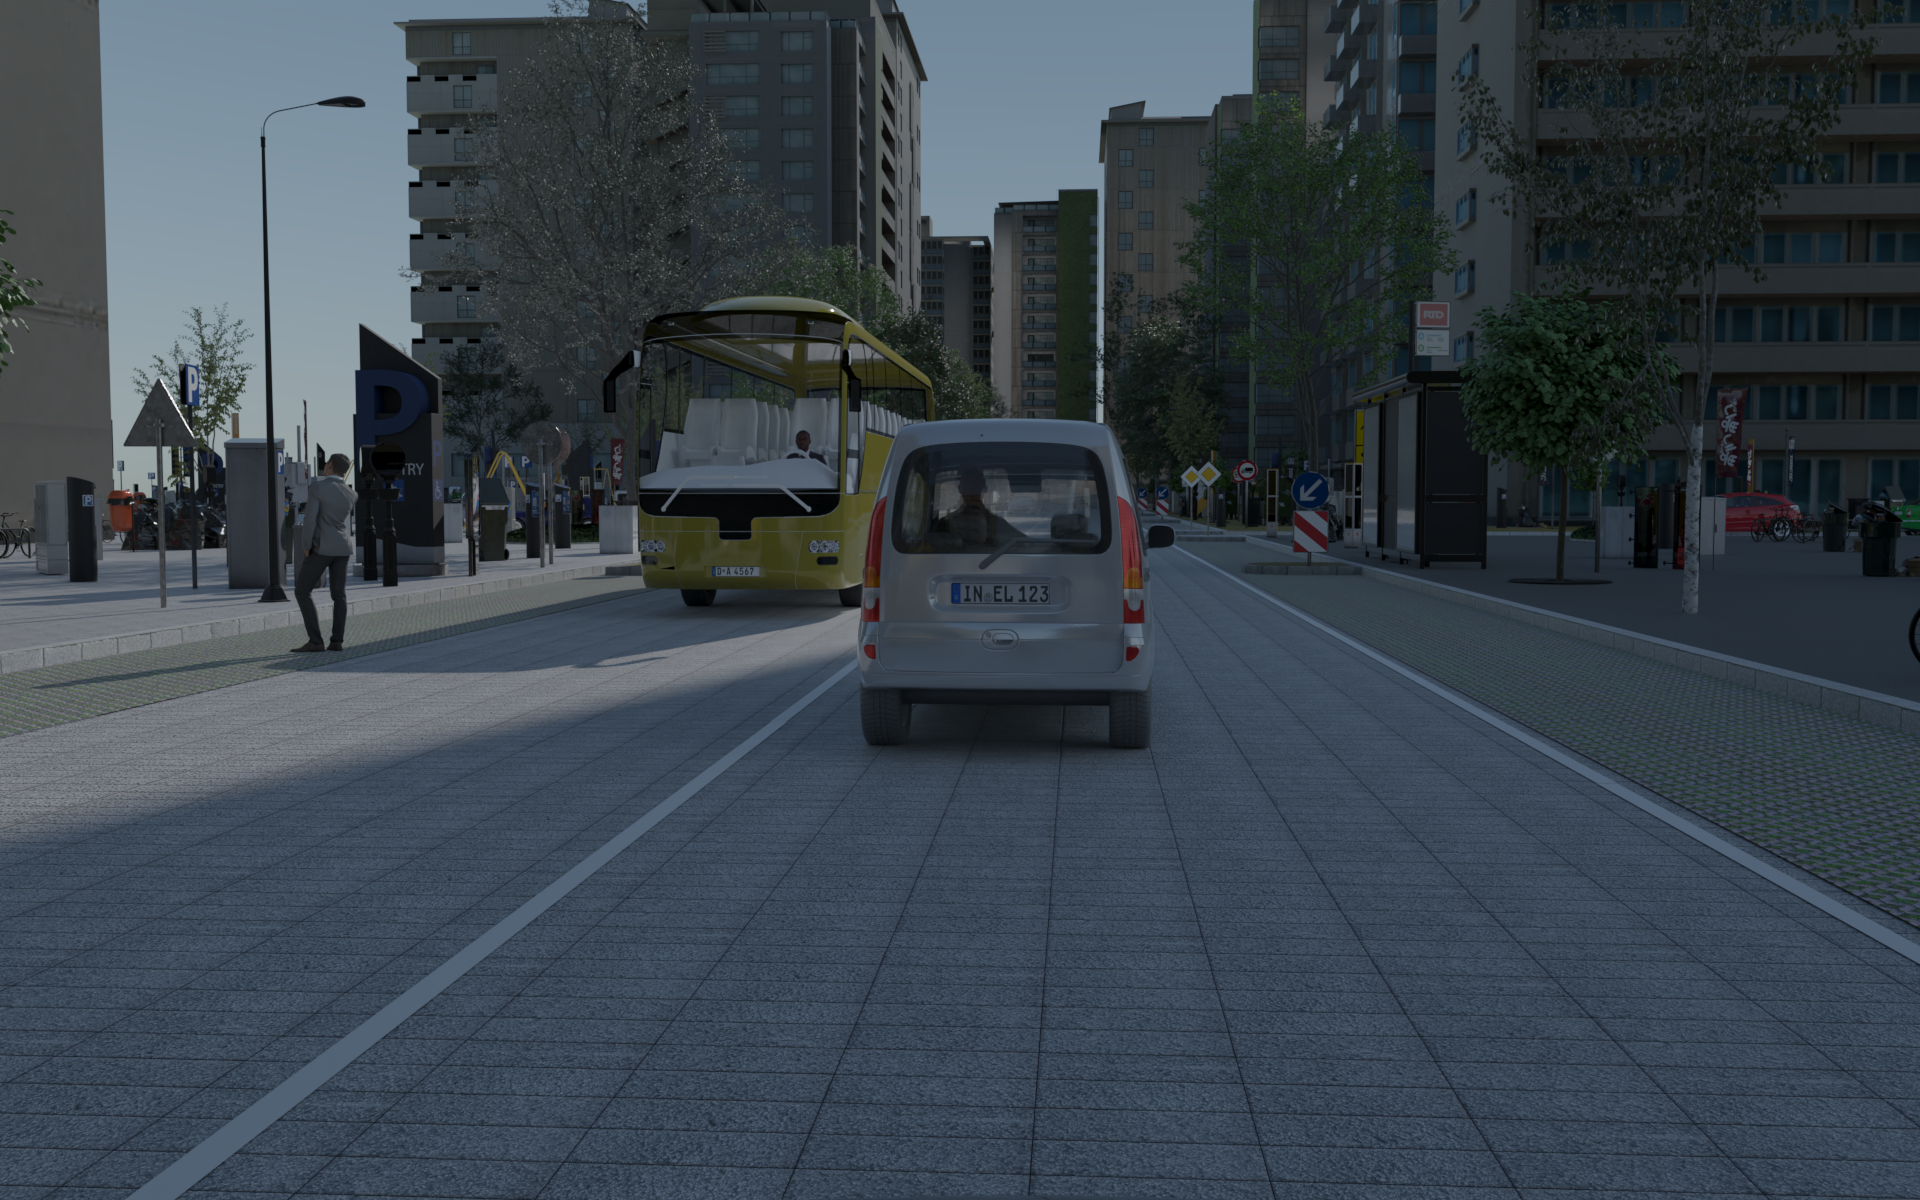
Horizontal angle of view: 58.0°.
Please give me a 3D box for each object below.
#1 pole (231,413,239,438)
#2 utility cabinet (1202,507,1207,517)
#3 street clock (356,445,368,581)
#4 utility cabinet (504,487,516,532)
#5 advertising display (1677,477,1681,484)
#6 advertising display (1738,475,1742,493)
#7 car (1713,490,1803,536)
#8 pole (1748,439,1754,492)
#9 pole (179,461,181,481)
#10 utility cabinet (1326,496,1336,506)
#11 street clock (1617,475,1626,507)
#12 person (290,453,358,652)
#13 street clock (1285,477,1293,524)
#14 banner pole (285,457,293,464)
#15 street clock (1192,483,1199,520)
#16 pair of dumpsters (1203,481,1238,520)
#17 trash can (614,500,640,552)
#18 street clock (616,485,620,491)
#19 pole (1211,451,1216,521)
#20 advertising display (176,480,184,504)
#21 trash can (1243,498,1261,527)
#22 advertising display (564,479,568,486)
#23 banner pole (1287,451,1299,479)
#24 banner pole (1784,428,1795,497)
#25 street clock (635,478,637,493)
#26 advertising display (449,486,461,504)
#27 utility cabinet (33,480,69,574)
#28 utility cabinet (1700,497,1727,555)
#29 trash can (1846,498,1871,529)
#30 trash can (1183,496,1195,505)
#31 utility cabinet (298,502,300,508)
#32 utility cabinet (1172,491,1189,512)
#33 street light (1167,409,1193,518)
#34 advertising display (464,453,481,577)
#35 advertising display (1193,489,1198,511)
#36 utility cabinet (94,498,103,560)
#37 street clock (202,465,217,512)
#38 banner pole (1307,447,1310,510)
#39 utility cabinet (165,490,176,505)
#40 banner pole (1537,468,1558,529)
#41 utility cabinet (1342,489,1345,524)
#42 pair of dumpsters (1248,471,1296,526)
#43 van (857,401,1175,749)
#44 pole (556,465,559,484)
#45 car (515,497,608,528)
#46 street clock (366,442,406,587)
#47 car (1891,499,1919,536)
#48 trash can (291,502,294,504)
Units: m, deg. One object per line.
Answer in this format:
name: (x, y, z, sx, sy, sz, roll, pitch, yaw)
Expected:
pole: (-18.203, -3.042, 43.580, 0.158, 3.312, 0.155, 0, 3, 0)
utility cabinet: (13.806, -5.269, 94.820, 1.173, 1.500, 0.318, -1, 4, -9)
street clock: (-8.738, -1.287, 25.615, 0.358, 2.002, 0.471, -2, 4, -24)
utility cabinet: (-14.672, -2.819, 54.772, 1.173, 1.500, 0.318, 1, 4, 9)
advertising display: (26.762, -3.628, 64.537, 0.123, 1.923, 0.974, 2, 4, 24)
advertising display: (26.853, -3.329, 59.651, 0.123, 1.923, 0.974, 2, 4, 25)
car: (25.105, -2.914, 56.680, 4.494, 1.783, 2.155, 0, 4, 6)
pole: (29.335, -4.308, 64.283, 0.158, 3.312, 0.155, 0, 3, 0)
pole: (-48.716, -7.002, 108.319, 0.158, 3.312, 0.155, 0, 3, 0)
utility cabinet: (14.478, -3.543, 69.095, 1.020, 1.237, 0.306, -1, 4, -23)
street clock: (25.194, -3.756, 65.982, 0.358, 2.002, 0.471, 1, 4, 10)
person: (-5.761, -0.429, 15.697, 0.592, 1.802, 0.473, -3, 5, -44)
street clock: (14.101, -4.277, 74.503, 0.471, 2.002, 0.358, 3, 4, 38)
banner pole: (-39.928, -6.890, 102.664, 0.863, 3.779, 0.401, 0, 4, 0)
street clock: (11.531, -4.911, 84.870, 0.358, 2.002, 0.471, 1, 4, 15)
pair of dumpsters: (13.246, -5.202, 87.545, 1.574, 2.255, 4.437, 0, 4, 4)
trash can: (-7.358, -1.652, 38.661, 0.748, 1.137, 0.748, 0, 3, 0)
street clock: (-24.653, -7.318, 124.223, 0.358, 2.002, 0.471, 2, 4, 29)
pole: (11.881, -5.344, 81.222, 0.158, 3.312, 0.155, 0, 3, 0)
advertising display: (-37.086, -4.718, 82.349, 0.123, 1.923, 0.974, -1, 4, -10)
trash can: (11.387, -3.414, 67.465, 0.748, 1.137, 0.748, 0, 3, 0)
advertising display: (-16.855, -4.217, 74.164, 0.123, 1.923, 0.974, -1, 4, -14)
banner pole: (19.358, -6.760, 100.545, 0.863, 3.779, 0.401, 1, 4, 15)
banner pole: (31.575, -4.646, 65.987, 0.863, 3.779, 0.401, -3, 4, -37)
street clock: (-13.301, -4.132, 72.133, 0.471, 2.002, 0.358, 0, 4, -1)
advertising display: (-40.191, -8.113, 137.855, 0.974, 1.923, 0.123, 0, 4, -3)
utility cabinet: (-14.577, -1.166, 27.739, 0.318, 1.500, 1.173, -3, 4, -36)
utility cabinet: (15.848, -1.572, 36.858, 1.020, 1.237, 0.306, -2, 4, -29)
trash can: (30.897, -2.932, 59.598, 0.748, 1.137, 0.748, 0, 3, 0)
trash can: (14.060, -5.776, 106.084, 0.748, 1.137, 0.748, 0, 3, 0)
utility cabinet: (-48.946, -7.131, 127.760, 0.306, 1.237, 1.020, -3, 4, -37)
utility cabinet: (15.162, -6.763, 119.259, 1.173, 1.500, 0.318, -1, 4, -23)
street light: (11.963, -7.443, 94.240, 1.470, 5.913, 1.316, 0, 4, 4)
advertising display: (-7.687, -1.353, 27.334, 0.123, 1.923, 0.974, -1, 4, -9)
advertising display: (15.946, -6.724, 115.156, 0.974, 1.923, 0.123, 0, 4, -7)
utility cabinet: (-16.973, -1.394, 33.956, 0.306, 1.237, 1.020, -2, 4, -27)
street clock: (-18.913, -2.391, 43.670, 0.358, 2.002, 0.471, -3, 4, -38)
banner pole: (16.803, -5.704, 83.278, 0.401, 3.779, 0.863, 0, 4, 3)
utility cabinet: (-44.384, -5.421, 97.311, 0.318, 1.500, 1.173, -3, 4, -37)
banner pole: (21.630, -4.511, 63.769, 0.401, 3.779, 0.863, -3, 5, -44)
utility cabinet: (16.376, -3.935, 73.017, 0.318, 1.500, 1.173, 2, 4, 24)
pair of dumpsters: (12.850, -4.217, 71.443, 1.574, 2.255, 4.437, 0, 4, 4)
van: (0.394, -0.255, 11.177, 2.013, 2.044, 4.112, 0, 4, 5)
pole: (-26.512, -7.361, 114.189, 0.158, 3.312, 0.155, 0, 3, 0)
car: (-13.623, -2.812, 58.549, 3.894, 1.354, 1.945, 0, 4, 3)
street clock: (-7.928, -1.191, 24.046, 0.471, 2.002, 0.358, -2, 4, -24)
car: (32.489, -2.868, 55.688, 4.718, 1.807, 1.959, 0, 4, 5)
trash can: (-30.286, -4.064, 78.106, 0.748, 1.137, 0.748, 0, 3, 0)
